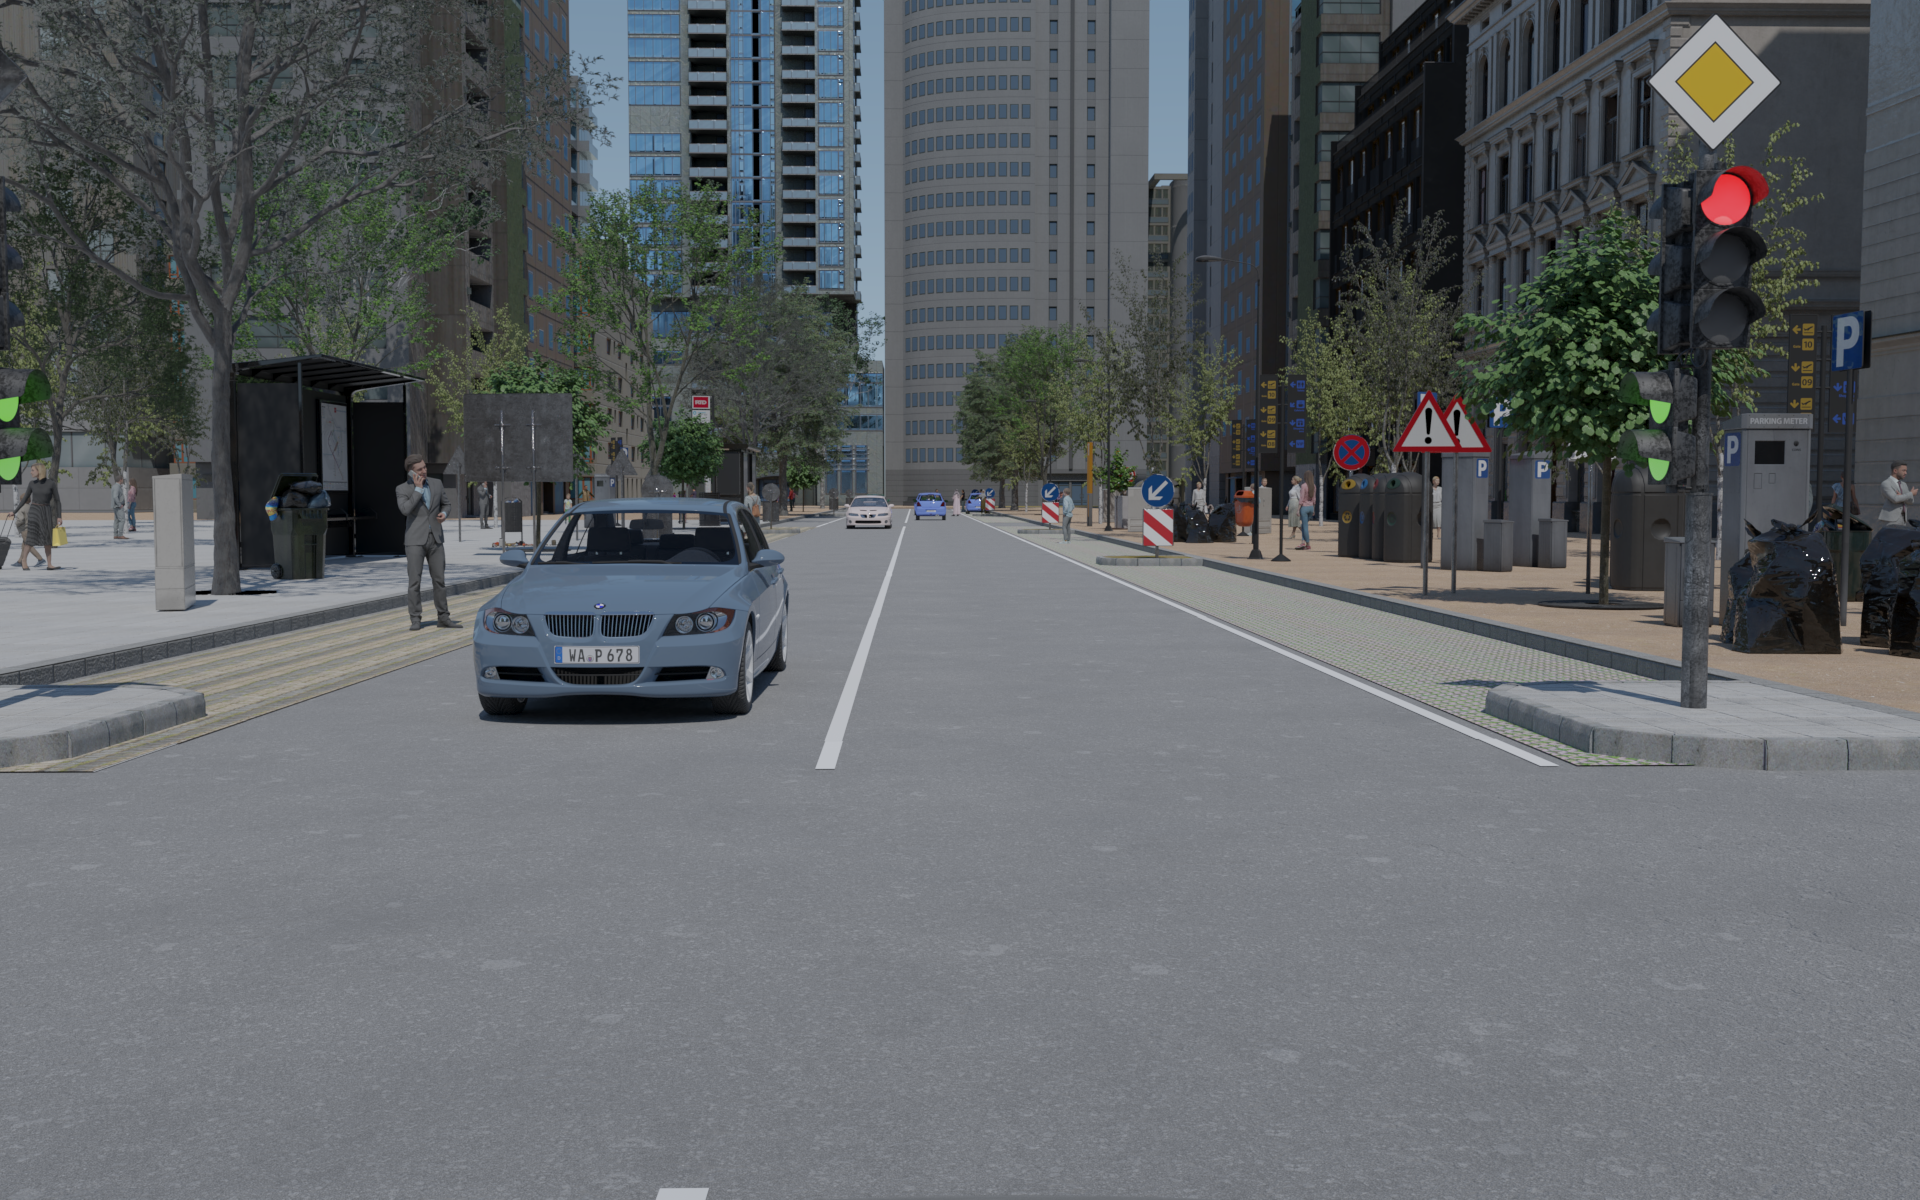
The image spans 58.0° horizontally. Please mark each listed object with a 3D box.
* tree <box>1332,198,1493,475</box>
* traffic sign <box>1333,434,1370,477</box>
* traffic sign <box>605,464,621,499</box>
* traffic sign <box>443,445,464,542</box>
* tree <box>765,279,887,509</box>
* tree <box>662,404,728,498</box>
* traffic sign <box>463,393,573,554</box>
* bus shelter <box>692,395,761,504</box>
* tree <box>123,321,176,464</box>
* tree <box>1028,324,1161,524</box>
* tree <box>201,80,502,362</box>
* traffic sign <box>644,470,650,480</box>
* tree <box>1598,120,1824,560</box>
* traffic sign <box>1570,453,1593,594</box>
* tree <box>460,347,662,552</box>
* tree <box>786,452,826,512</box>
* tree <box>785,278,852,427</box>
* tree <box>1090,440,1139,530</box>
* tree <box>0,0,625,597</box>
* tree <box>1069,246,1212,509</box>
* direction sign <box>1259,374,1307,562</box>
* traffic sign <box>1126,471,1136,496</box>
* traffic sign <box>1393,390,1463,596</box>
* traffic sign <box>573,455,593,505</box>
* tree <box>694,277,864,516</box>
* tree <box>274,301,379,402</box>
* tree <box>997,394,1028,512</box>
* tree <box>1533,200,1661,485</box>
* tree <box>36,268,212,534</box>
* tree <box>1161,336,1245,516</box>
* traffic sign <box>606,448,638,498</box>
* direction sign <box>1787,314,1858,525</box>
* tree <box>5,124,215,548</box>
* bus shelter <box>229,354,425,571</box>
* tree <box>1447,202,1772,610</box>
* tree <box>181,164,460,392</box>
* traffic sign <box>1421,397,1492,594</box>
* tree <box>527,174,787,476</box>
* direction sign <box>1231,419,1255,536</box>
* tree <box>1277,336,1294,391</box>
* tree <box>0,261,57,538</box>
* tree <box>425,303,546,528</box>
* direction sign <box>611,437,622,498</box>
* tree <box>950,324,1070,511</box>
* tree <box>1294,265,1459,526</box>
[{"bbox_3d":[11.286,-5.739,44.188,4.360,8.622,3.978,0,3,0],"label":"tree"},{"bbox_3d":[8.367,-2.261,37.077,0.768,2.556,0.104,0,4,7],"label":"traffic sign"},{"bbox_3d":[-14.085,-4.317,70.687,0.768,2.556,0.104,0,3,0],"label":"traffic sign"},{"bbox_3d":[-13.380,-2.830,46.275,0.884,2.594,0.081,0,4,4],"label":"traffic sign"},{"bbox_3d":[-12.315,-18.119,152.138,12.611,20.169,13.585,0,3,0],"label":"tree"},{"bbox_3d":[-10.083,-4.851,63.023,4.285,4.588,4.351,0,3,0],"label":"tree"},{"bbox_3d":[-8.939,-2.518,35.038,2.265,3.308,0.079,0,4,6],"label":"traffic sign"},{"bbox_3d":[-9.871,-5.840,73.118,2.179,5.291,8.768,0,4,-1],"label":"bus shelter"},{"bbox_3d":[-35.888,-7.578,74.264,4.737,8.622,4.395,0,3,0],"label":"tree"},{"bbox_3d":[5.810,-7.580,74.288,4.737,8.622,4.395,0,3,0],"label":"tree"},{"bbox_3d":[-25.752,-13.470,76.117,12.611,20.169,13.585,0,3,0],"label":"tree"},{"bbox_3d":[-11.695,-4.069,66.540,0.884,2.594,0.081,0,4,-1],"label":"traffic sign"},{"bbox_3d":[14.506,-5.070,33.257,4.737,8.622,4.395,0,3,0],"label":"tree"},{"bbox_3d":[8.073,-1.227,22.195,0.606,2.300,0.079,0,4,0],"label":"traffic sign"},{"bbox_3d":[-9.447,-3.370,38.807,4.285,4.588,4.351,0,3,0],"label":"tree"},{"bbox_3d":[-11.327,-8.587,124.107,4.285,4.588,4.351,0,3,0],"label":"tree"},{"bbox_3d":[-10.341,-10.723,85.688,12.009,13.543,11.850,0,3,0],"label":"tree"},{"bbox_3d":[5.725,-4.154,62.520,1.663,3.219,1.824,0,3,0],"label":"tree"},{"bbox_3d":[-9.450,-6.818,21.847,12.009,13.543,11.850,0,3,0],"label":"tree"},{"bbox_3d":[5.451,-6.134,50.655,4.360,8.622,3.978,0,3,0],"label":"tree"},{"bbox_3d":[6.111,-2.500,32.876,0.876,3.537,0.379,0,4,8],"label":"direction sign"},{"bbox_3d":[7.789,-4.924,80.616,0.768,2.556,0.104,0,4,3],"label":"traffic sign"},{"bbox_3d":[5.878,-1.334,21.813,0.884,2.594,0.081,0,4,0],"label":"traffic sign"},{"bbox_3d":[-10.544,-2.913,47.632,0.884,2.594,0.081,0,4,1],"label":"traffic sign"},{"bbox_3d":[-10.496,-11.903,101.277,9.857,13.997,8.962,0,3,0],"label":"tree"},{"bbox_3d":[-24.048,-7.045,65.545,4.737,8.622,4.395,0,3,0],"label":"tree"},{"bbox_3d":[4.616,-10.458,121.346,4.737,8.622,4.395,0,3,0],"label":"tree"},{"bbox_3d":[16.433,-5.735,44.127,4.360,8.622,3.978,0,3,0],"label":"tree"},{"bbox_3d":[-27.196,-6.443,55.702,4.360,8.622,3.978,0,3,0],"label":"tree"},{"bbox_3d":[11.152,-7.937,80.125,4.737,8.622,4.395,0,3,0],"label":"tree"},{"bbox_3d":[-9.538,-2.990,48.883,0.884,2.594,0.081,0,4,1],"label":"traffic sign"},{"bbox_3d":[10.877,-1.829,21.897,0.876,3.537,0.379,0,4,-1],"label":"direction sign"},{"bbox_3d":[-21.119,-6.492,40.557,7.601,10.594,8.767,0,4,-2],"label":"tree"},{"bbox_3d":[-11.626,-2.498,32.123,1.731,3.624,6.357,0,4,-2],"label":"bus shelter"},{"bbox_3d":[7.412,-2.194,19.593,4.285,4.588,4.351,0,3,0],"label":"tree"},{"bbox_3d":[-19.711,-7.816,53.542,9.928,11.665,9.643,0,3,0],"label":"tree"},{"bbox_3d":[6.373,-1.363,22.291,0.884,2.594,0.081,0,4,6],"label":"traffic sign"},{"bbox_3d":[-9.638,-7.917,55.200,9.928,11.665,9.643,0,3,0],"label":"tree"},{"bbox_3d":[8.625,-3.712,52.681,0.876,3.537,0.379,3,5,44],"label":"direction sign"},{"bbox_3d":[14.588,-7.233,68.621,4.737,8.622,4.395,0,3,0],"label":"tree"},{"bbox_3d":[-27.674,-6.125,50.508,4.737,8.622,4.395,0,3,0],"label":"tree"},{"bbox_3d":[-17.966,-7.065,65.872,4.737,8.622,4.395,0,3,0],"label":"tree"},{"bbox_3d":[-13.684,-4.716,69.103,0.379,3.537,0.876,-3,5,-40],"label":"direction sign"},{"bbox_3d":[4.165,-13.762,131.658,9.857,13.997,8.962,0,3,0],"label":"tree"},{"bbox_3d":[13.585,-6.412,55.193,4.737,8.622,4.395,0,3,0],"label":"tree"}]
